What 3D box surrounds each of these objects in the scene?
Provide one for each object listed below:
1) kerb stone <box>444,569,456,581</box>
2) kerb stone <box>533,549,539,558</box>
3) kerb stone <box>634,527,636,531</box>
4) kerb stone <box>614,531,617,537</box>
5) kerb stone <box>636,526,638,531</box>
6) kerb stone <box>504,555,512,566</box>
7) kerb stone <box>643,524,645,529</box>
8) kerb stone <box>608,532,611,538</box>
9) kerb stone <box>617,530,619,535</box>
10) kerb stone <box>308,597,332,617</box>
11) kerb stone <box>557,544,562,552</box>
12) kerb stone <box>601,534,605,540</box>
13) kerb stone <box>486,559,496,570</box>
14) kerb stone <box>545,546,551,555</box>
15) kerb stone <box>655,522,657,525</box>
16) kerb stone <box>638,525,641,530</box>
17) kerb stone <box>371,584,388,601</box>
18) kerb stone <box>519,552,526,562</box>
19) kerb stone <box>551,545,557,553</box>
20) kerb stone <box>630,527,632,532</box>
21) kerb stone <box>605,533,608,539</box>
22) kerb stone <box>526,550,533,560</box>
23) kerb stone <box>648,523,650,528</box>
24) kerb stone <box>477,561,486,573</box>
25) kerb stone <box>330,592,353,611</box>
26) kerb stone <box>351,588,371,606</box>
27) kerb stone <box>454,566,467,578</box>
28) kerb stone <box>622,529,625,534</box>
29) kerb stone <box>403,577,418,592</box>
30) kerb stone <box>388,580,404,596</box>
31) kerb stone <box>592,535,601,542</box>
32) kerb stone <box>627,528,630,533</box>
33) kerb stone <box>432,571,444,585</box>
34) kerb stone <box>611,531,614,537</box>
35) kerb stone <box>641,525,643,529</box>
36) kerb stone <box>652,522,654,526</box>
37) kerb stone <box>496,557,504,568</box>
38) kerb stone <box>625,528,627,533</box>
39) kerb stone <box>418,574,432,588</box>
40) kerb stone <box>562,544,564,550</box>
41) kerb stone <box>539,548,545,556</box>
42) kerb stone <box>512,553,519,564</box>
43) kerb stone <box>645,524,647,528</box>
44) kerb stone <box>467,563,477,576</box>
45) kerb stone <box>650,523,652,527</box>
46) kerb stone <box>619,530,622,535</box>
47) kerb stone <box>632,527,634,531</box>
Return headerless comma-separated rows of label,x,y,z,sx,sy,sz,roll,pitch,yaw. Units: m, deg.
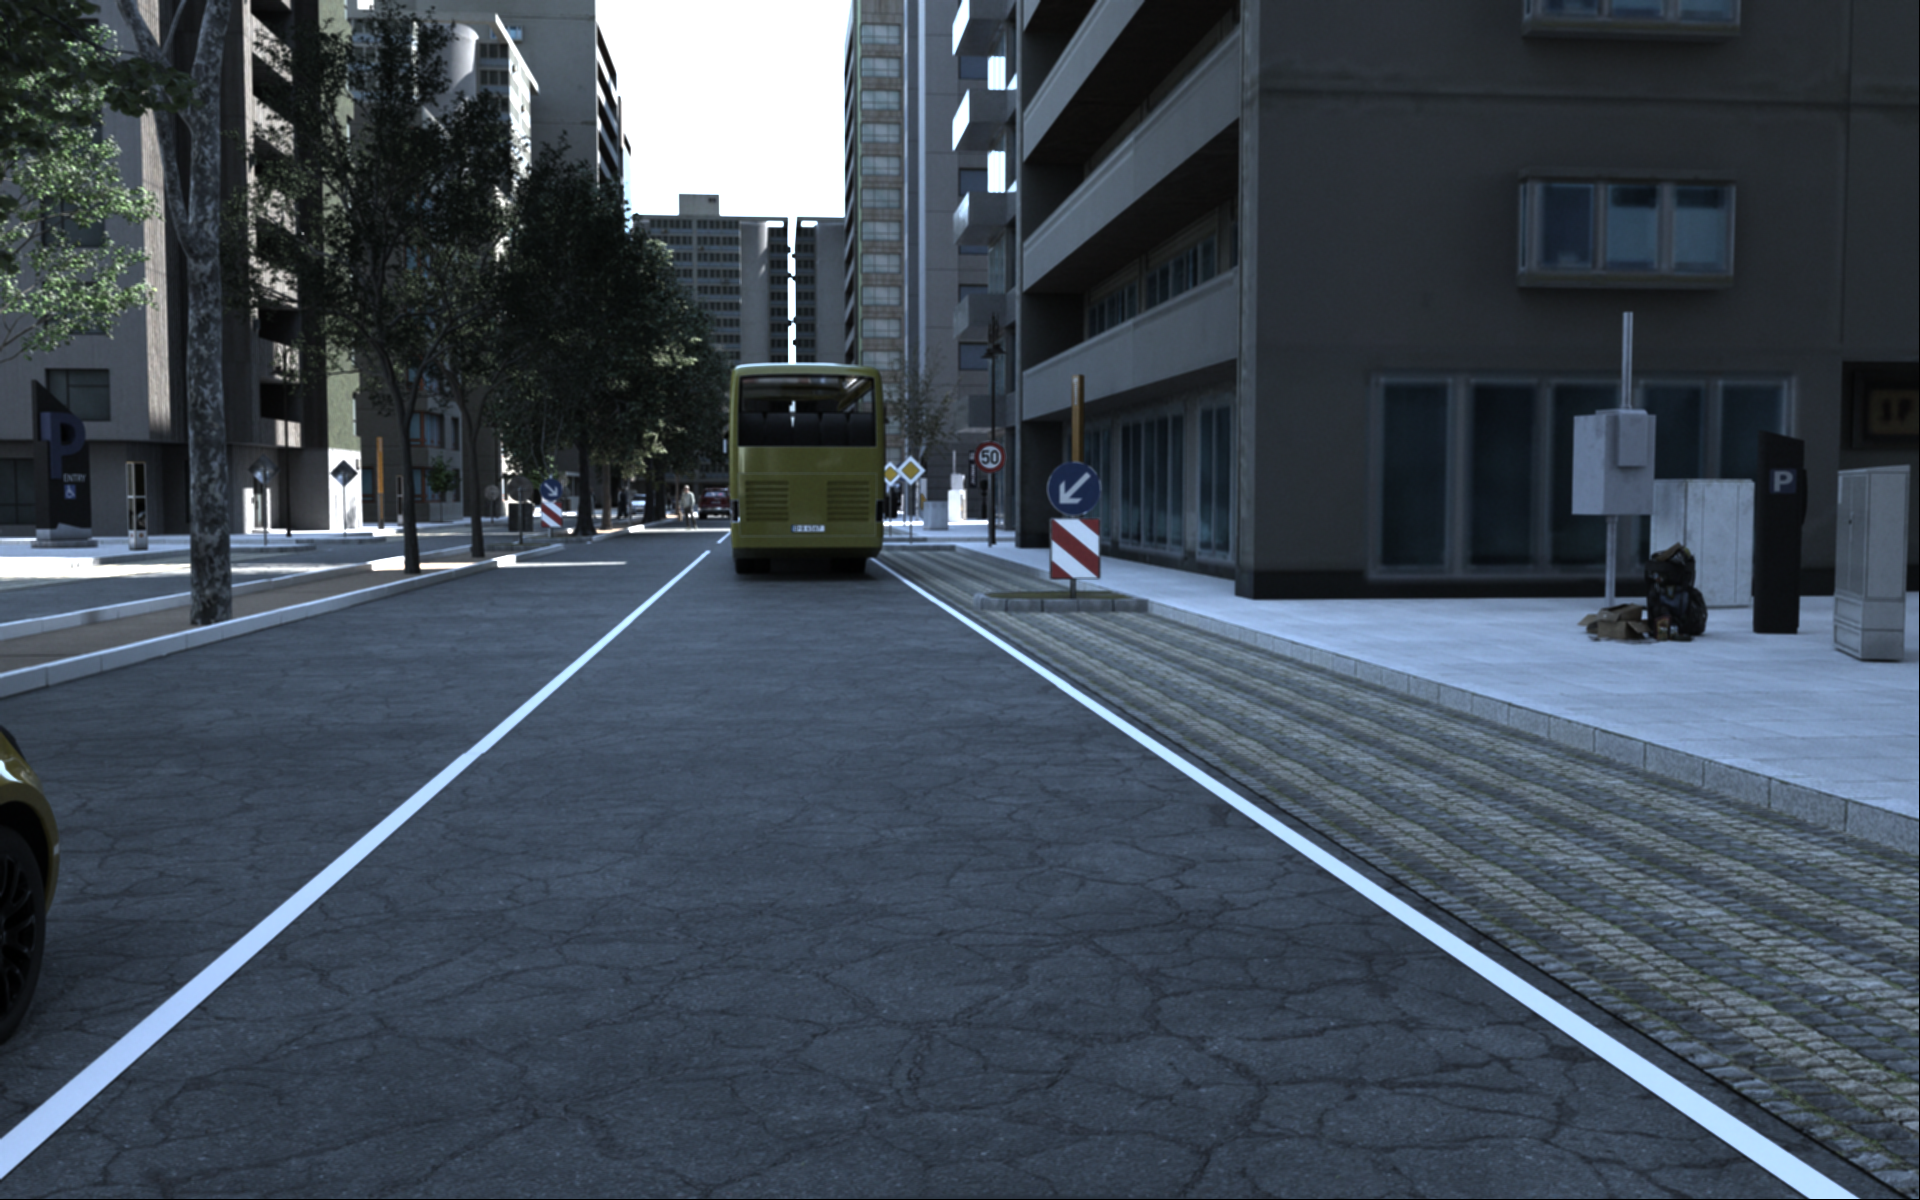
kerb stone,-8.543,-0.390,28.672,0.120,0.150,1.000,0,4,-6
kerb stone,-9.623,-1.015,38.852,0.120,0.150,1.000,0,4,-6
kerb stone,-12.523,-2.673,65.933,0.120,0.150,1.000,0,4,-6
kerb stone,-11.643,-2.174,57.789,0.120,0.150,1.000,0,4,-6
kerb stone,-12.632,-2.735,66.951,0.120,0.150,1.000,0,4,-6
kerb stone,-9.187,-0.768,34.771,0.120,0.150,1.000,0,4,-6
kerb stone,-12.953,-2.924,70.002,0.120,0.150,1.000,0,4,-6
kerb stone,-11.430,-2.052,55.749,0.120,0.150,1.000,0,4,-6
kerb stone,-11.757,-2.239,58.805,0.120,0.150,1.000,0,4,-6
kerb stone,-7.666,0.104,20.533,0.120,0.150,1.000,0,4,-6
kerb stone,-10.061,-1.264,42.920,0.120,0.150,1.000,0,4,-6
kerb stone,-11.206,-1.927,53.710,0.120,0.150,1.000,0,4,-6
kerb stone,-8.971,-0.645,32.738,0.120,0.150,1.000,0,4,-6
kerb stone,-9.843,-1.143,40.887,0.120,0.150,1.000,0,4,-6
kerb stone,-13.714,-3.359,77.131,0.120,0.150,1.000,0,4,-6
kerb stone,-12.728,-2.800,67.968,0.120,0.150,1.000,0,4,-6
kerb stone,-7.993,-0.085,23.587,0.120,0.150,1.000,0,4,-6
kerb stone,-9.405,-0.894,36.812,0.120,0.150,1.000,0,4,-6
kerb stone,-9.947,-1.203,41.904,0.120,0.150,1.000,0,4,-6
kerb stone,-12.300,-2.551,63.901,0.120,0.150,1.000,0,4,-6
kerb stone,-11.326,-1.985,54.732,0.120,0.150,1.000,0,4,-6
kerb stone,-9.516,-0.956,37.830,0.120,0.150,1.000,0,4,-6
kerb stone,-13.272,-3.111,73.056,0.120,0.150,1.000,0,4,-6
kerb stone,-8.870,-0.581,31.721,0.120,0.150,1.000,0,4,-6
kerb stone,-7.769,0.040,21.551,0.120,0.150,1.000,0,4,-6
kerb stone,-7.889,-0.023,22.570,0.120,0.150,1.000,0,4,-6
kerb stone,-8.640,-0.457,29.690,0.120,0.150,1.000,0,4,-6
kerb stone,-11.970,-2.359,60.838,0.120,0.150,1.000,0,4,-6
kerb stone,-8.218,-0.209,25.619,0.120,0.150,1.000,0,4,-6
kerb stone,-8.099,-0.147,24.604,0.120,0.150,1.000,0,4,-6
kerb stone,-11.101,-1.862,52.688,0.120,0.150,1.000,0,4,-6
kerb stone,-12.189,-2.488,62.875,0.120,0.150,1.000,0,4,-6
kerb stone,-8.432,-0.334,27.656,0.120,0.150,1.000,0,4,-6
kerb stone,-11.537,-2.111,56.766,0.120,0.150,1.000,0,4,-6
kerb stone,-12.838,-2.858,68.987,0.120,0.150,1.000,0,4,-6
kerb stone,-13.493,-3.233,75.093,0.120,0.150,1.000,0,4,-6
kerb stone,-9.084,-0.707,33.754,0.120,0.150,1.000,0,4,-6
kerb stone,-12.081,-2.426,61.854,0.120,0.150,1.000,0,4,-6
kerb stone,-8.321,-0.272,26.636,0.120,0.150,1.000,0,4,-6
kerb stone,-10.170,-1.330,43.936,0.120,0.150,1.000,0,4,-6
kerb stone,-9.731,-1.081,39.868,0.120,0.150,1.000,0,4,-6
kerb stone,-9.292,-0.831,35.787,0.120,0.150,1.000,0,4,-6
kerb stone,-13.056,-2.980,71.020,0.120,0.150,1.000,0,4,-6
kerb stone,-8.751,-0.520,30.706,0.120,0.150,1.000,0,4,-6
kerb stone,-13.382,-3.168,74.073,0.120,0.150,1.000,0,4,-6
kerb stone,-11.863,-2.301,59.821,0.120,0.150,1.000,0,4,-6
kerb stone,-12.412,-2.613,64.917,0.120,0.150,1.000,0,4,-6
